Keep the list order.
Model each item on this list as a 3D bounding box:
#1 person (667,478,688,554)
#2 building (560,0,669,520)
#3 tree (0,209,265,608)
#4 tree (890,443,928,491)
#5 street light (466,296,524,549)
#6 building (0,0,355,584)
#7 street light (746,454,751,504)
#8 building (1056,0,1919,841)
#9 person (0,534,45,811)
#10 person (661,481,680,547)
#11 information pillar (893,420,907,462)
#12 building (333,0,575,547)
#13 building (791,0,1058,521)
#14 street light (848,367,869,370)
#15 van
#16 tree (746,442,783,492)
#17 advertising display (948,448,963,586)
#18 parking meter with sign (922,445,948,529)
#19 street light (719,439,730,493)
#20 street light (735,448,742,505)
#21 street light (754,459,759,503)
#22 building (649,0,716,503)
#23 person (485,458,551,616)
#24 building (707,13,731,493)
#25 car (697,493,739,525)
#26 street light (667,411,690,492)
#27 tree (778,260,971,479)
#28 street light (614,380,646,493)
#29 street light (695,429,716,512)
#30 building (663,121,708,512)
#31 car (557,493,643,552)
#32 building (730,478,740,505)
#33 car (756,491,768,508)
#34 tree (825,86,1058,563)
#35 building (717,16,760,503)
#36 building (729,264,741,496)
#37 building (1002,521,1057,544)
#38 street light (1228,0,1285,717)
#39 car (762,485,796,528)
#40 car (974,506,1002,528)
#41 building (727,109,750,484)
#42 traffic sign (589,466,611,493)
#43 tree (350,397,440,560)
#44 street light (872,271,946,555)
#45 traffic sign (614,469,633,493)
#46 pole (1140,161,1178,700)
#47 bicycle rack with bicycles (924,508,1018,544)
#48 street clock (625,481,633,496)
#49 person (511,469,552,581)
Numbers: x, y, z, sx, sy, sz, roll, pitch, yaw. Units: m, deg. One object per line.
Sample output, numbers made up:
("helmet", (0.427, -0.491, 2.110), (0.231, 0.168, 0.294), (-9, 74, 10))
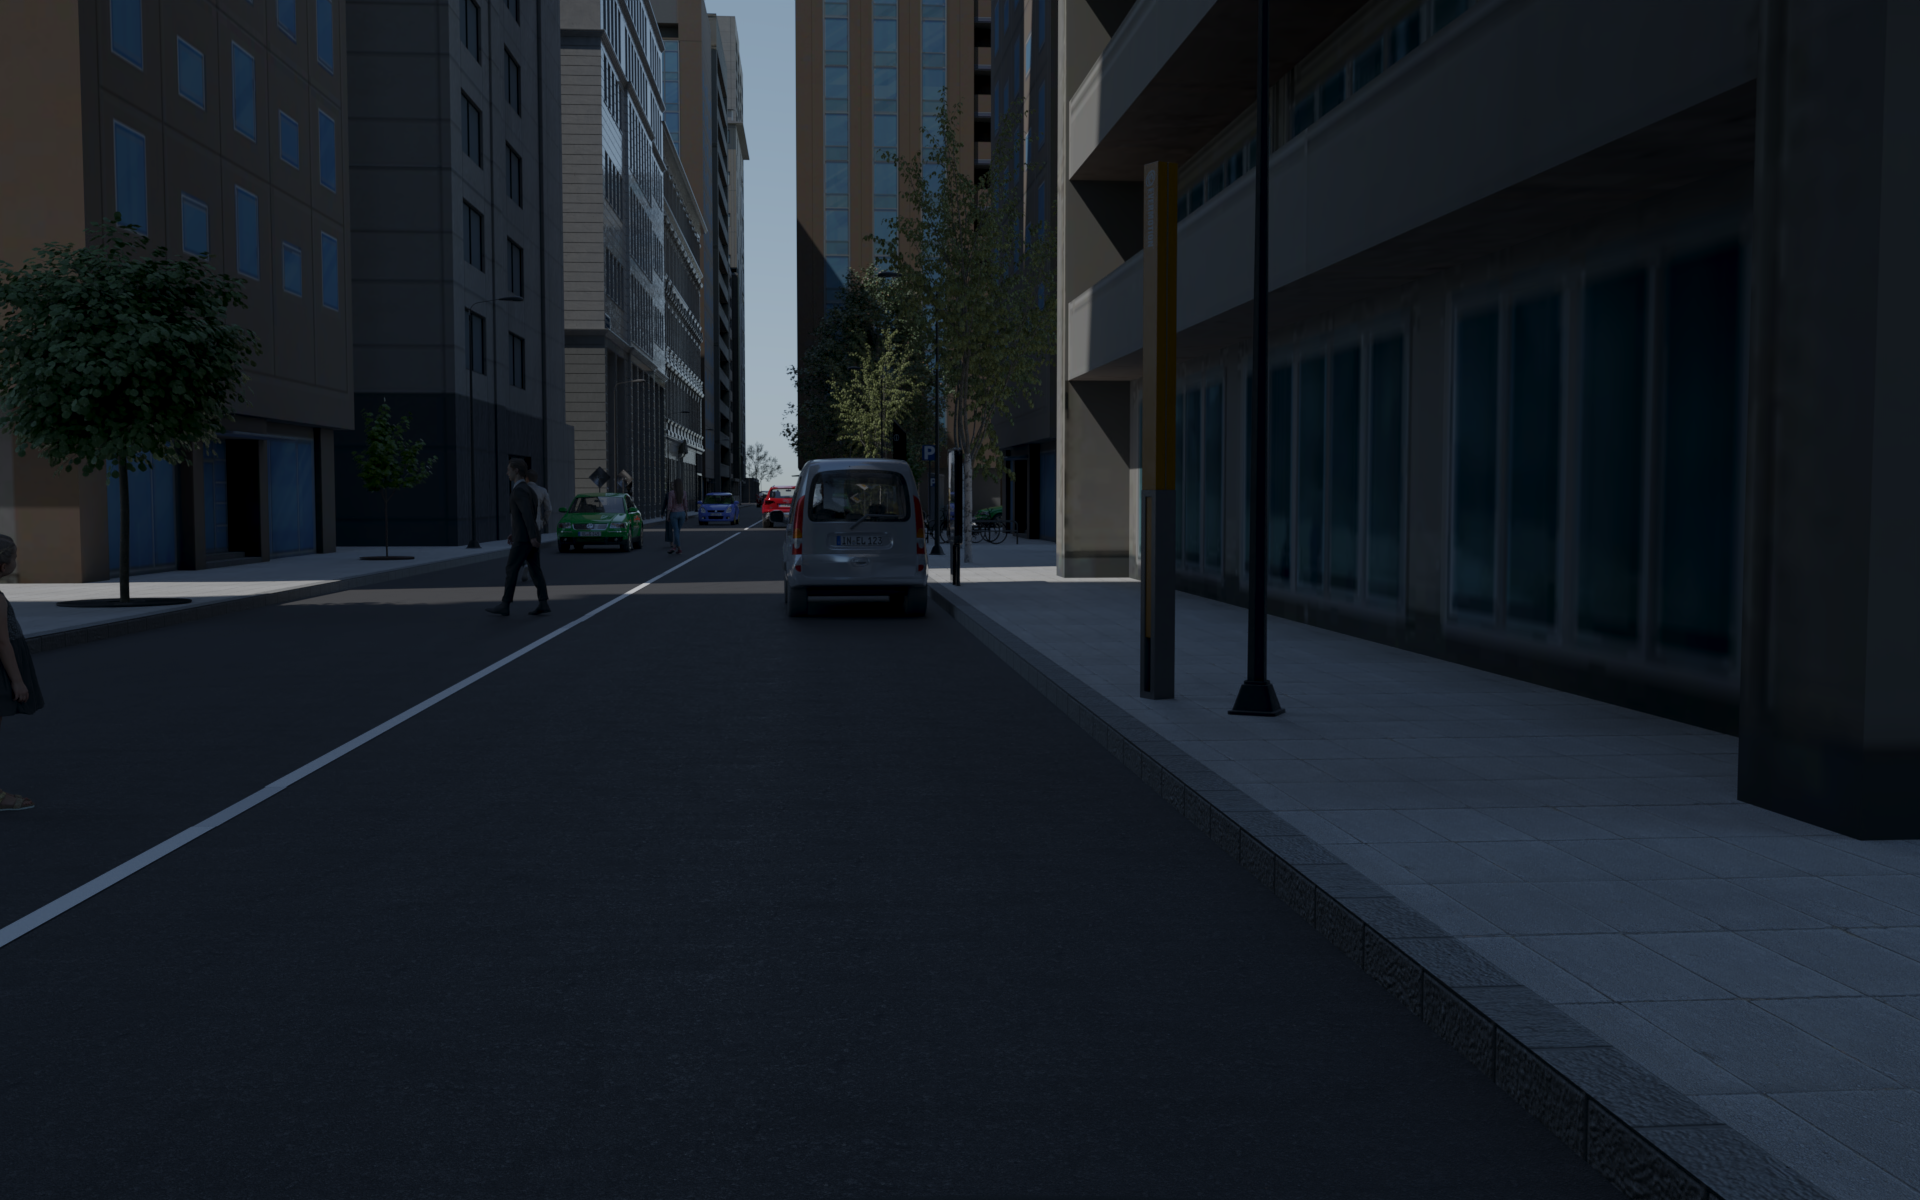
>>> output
("person", (-6.742, -2.013, 41.415), (0.555, 1.821, 0.388), (-3, 5, -43))
("building", (-20.970, -18.723, 83.619), (11.434, 29.767, 29.804), (0, 4, -5))
("tree", (-9.801, -2.221, 20.033), (4.285, 4.588, 4.351), (0, 3, 0))
("tree", (-1.842, -3.936, 58.955), (1.663, 3.219, 1.824), (0, 3, 0))
("street light", (-10.939, -4.172, 40.748), (1.470, 5.913, 1.316), (0, 4, -5))
("building", (-19.687, -23.206, 29.533), (14.600, 45.320, 14.200), (0, 4, -5))
("street light", (-24.788, -13.876, 199.406), (1.470, 5.913, 1.316), (0, 4, -5))
("building", (13.035, -24.011, 16.284), (21.300, 48.544, 21.600), (0, 4, -5))
("person", (-4.386, 0.321, 7.915), (0.373, 1.253, 0.362), (-3, 4, -37))
("person", (-7.792, -2.324, 46.912), (0.576, 1.772, 0.534), (-1, 4, -19))
("information pillar", (-1.909, -3.868, 54.590), (0.504, 3.616, 0.183), (2, 4, 34))
("building", (-23.301, -37.385, 49.504), (20.611, 71.187, 20.563), (0, 4, -5))
("building", (-2.464, -27.488, 99.537), (14.600, 45.320, 14.200), (0, 4, -5))
("street light", (-3.396, -5.550, 63.277), (1.470, 5.913, 1.316), (0, 4, -5))
("van", (-1.370, -0.898, 21.687), (2.013, 2.044, 4.112), (0, 4, -7))
("tree", (-34.915, -22.484, 302.017), (8.767, 10.594, 7.601), (0, 4, -4))
("advertising display", (-0.070, -1.181, 24.516), (0.123, 1.923, 0.974), (0, 4, -6))
("parking meter with sign", (-0.840, -4.046, 62.407), (0.543, 3.016, 1.738), (1, 4, 16))
("street light", (-20.217, -10.644, 146.569), (1.470, 5.913, 1.316), (0, 4, -5))
("street light", (-22.449, -12.259, 172.979), (1.470, 5.913, 1.316), (0, 4, -5))
("street light", (-27.370, -15.725, 229.642), (1.470, 5.913, 1.316), (0, 4, -5))
("building", (-28.909, -30.641, 151.084), (14.600, 45.320, 14.200), (0, 4, -5))
("person", (-5.218, -0.744, 20.443), (0.755, 1.850, 0.659), (0, 4, 5))
("building", (-33.724, -33.326, 168.579), (21.300, 48.544, 21.600), (0, 4, -5))
("car", (-11.274, -4.368, 81.013), (1.945, 1.707, 3.694), (0, 4, -3))
("street light", (-15.784, -7.606, 96.906), (1.470, 5.913, 1.316), (0, 4, -5))
("tree", (-4.112, -10.262, 84.795), (9.611, 12.733, 9.660), (0, 3, 0))
("street light", (-13.437, -5.980, 70.312), (1.470, 5.913, 1.316), (0, 4, -5))
("street light", (-18.226, -9.221, 123.297), (1.470, 5.913, 1.316), (0, 4, -5))
("building", (-27.172, -21.021, 120.116), (17.030, 29.872, 44.131), (0, 4, -5))
("car", (-9.106, -2.152, 43.986), (1.959, 1.807, 4.718), (0, 4, -5))
("building", (-40.964, -30.558, 191.498), (32.217, 40.220, 23.993), (0, 4, -5))
("car", (-20.690, -10.809, 185.394), (2.281, 1.827, 5.304), (0, 4, -4))
("tree", (0.394, -5.002, 32.152), (4.737, 8.622, 4.395), (0, 3, 0))
("building", (-41.656, -50.530, 264.410), (20.563, 71.187, 20.611), (0, 4, -5))
("building", (-34.171, -26.897, 211.469), (14.160, 30.474, 14.107), (0, 4, -5))
("building", (8.499, -24.436, 49.636), (14.600, 45.320, 14.200), (0, 4, -5))
("street light", (1.196, -2.286, 9.917), (1.470, 5.913, 1.316), (0, 4, -5))
("car", (-7.382, -4.022, 74.435), (2.281, 1.827, 5.304), (0, 4, -3))
("car", (2.902, -3.703, 69.334), (4.718, 1.807, 1.959), (0, 4, -6))
("building", (-43.835, -39.807, 240.084), (28.713, 52.752, 27.495), (0, 4, -5))
("traffic sign", (-12.996, -3.601, 62.517), (0.795, 2.450, 0.064), (0, 4, -5))
("tree", (-11.275, -2.394, 33.742), (1.663, 3.219, 1.824), (0, 3, 0))
("street light", (-1.022, -3.903, 36.351), (1.470, 5.913, 1.316), (0, 4, -5))
("traffic sign", (-13.687, -4.087, 70.472), (0.795, 2.450, 0.064), (0, 4, -5))
("pole", (1.240, -1.036, 10.788), (0.158, 3.312, 0.155), (0, 3, 0))
("bicycle rack with bicycles", (0.112, -1.914, 44.670), (2.925, 0.926, 2.852), (-1, 4, -21))
("street clock", (-13.680, -4.099, 71.582), (0.358, 2.002, 0.471), (0, 4, -1))
("person", (-7.080, -1.241, 28.637), (0.661, 1.843, 0.795), (-1, 4, -17))
